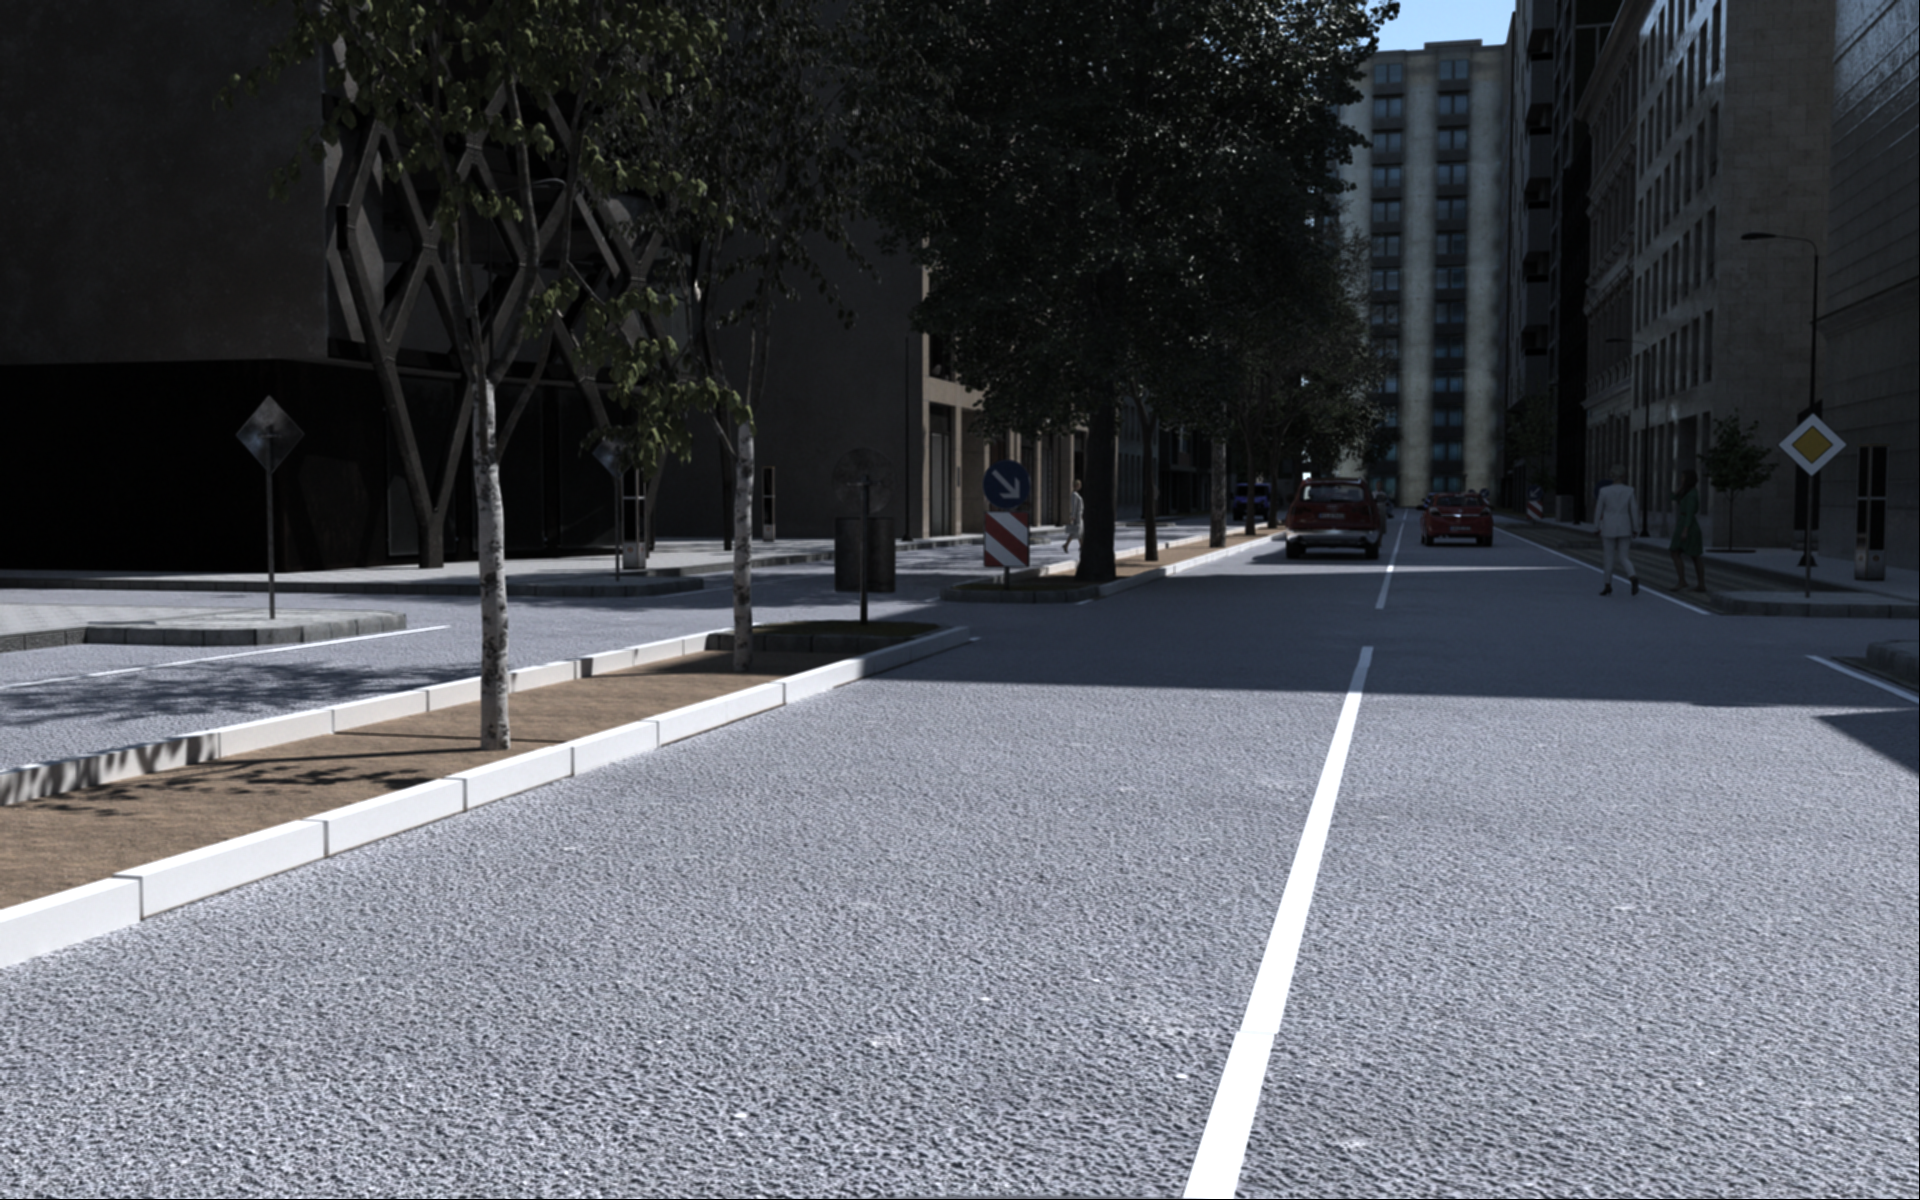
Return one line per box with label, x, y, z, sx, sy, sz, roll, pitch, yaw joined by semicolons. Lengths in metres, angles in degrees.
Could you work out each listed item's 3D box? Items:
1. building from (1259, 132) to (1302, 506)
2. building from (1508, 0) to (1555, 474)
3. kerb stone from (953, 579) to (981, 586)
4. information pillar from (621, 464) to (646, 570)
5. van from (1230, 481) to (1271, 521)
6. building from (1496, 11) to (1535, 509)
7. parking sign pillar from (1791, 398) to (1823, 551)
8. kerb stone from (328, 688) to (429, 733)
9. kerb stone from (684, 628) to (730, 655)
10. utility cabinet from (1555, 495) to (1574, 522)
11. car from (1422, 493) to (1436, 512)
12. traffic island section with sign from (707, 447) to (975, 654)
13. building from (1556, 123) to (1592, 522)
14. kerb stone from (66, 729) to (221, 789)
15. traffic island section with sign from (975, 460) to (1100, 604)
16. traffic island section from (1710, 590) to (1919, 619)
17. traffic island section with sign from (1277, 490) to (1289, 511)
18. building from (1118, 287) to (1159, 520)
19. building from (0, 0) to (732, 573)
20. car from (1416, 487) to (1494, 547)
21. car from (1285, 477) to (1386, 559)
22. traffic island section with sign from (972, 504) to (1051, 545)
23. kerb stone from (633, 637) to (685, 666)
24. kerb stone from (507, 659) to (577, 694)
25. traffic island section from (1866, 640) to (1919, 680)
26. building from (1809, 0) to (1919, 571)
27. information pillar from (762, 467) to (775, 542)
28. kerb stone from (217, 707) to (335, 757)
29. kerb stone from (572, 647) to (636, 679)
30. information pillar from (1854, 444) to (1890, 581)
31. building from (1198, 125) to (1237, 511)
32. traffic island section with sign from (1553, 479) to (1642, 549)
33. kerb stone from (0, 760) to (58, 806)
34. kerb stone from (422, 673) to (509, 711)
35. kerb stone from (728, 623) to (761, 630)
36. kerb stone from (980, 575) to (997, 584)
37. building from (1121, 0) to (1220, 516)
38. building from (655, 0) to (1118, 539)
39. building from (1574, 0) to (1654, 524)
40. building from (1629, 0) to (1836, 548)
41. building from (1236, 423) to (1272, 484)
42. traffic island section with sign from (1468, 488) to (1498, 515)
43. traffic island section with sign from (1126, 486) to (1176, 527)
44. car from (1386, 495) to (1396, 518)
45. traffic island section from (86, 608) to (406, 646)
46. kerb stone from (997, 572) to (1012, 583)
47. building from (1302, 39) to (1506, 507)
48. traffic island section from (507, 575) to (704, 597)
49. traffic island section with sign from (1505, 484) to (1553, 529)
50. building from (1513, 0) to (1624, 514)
building;29.725;-30.825;187.586;14.086;41.232;14.154;1;4;15
building;57.805;-33.389;135.147;28.713;52.752;27.495;1;4;15
kerb stone;0.083;-0.180;25.233;0.120;0.150;1.000;1;4;15
information pillar;-5.551;-1.527;29.455;0.304;2.012;0.304;1;4;16
van;16.018;-5.516;94.565;2.240;2.365;5.245;1;4;14
building;56.672;-31.031;157.473;14.600;45.320;14.200;1;4;15
parking sign pillar;19.728;-3.110;39.320;1.447;3.967;1.447;3;4;38
kerb stone;-3.673;0.699;10.855;0.120;0.150;1.000;1;4;15
kerb stone;-2.371;0.391;15.803;0.120;0.150;1.000;1;4;15
utility cabinet;27.684;-4.165;79.267;1.020;1.237;0.306;-3;4;-37
car;31.764;-6.472;115.414;1.945;1.707;3.694;1;4;14
traffic island section with sign;-1.098;-0.509;16.459;2.006;1.907;1.989;1;4;15
building;36.097;-15.528;83.564;12.332;23.373;15.834;1;4;15
kerb stone;-4.179;0.816;8.861;0.120;0.150;1.000;1;4;15
traffic island section with sign;0.779;-0.947;23.625;2.006;1.907;1.989;1;4;15
traffic island section;10.512;0.051;21.447;2.009;0.180;2.903;1;4;15
traffic island section with sign;27.840;-8.672;150.411;1.989;1.847;2.006;1;4;15
building;4.183;-14.483;91.547;10.420;20.320;16.860;1;4;15
building;-13.819;-10.360;36.832;16.820;18.784;16.811;1;4;15
car;13.979;-2.434;48.831;2.155;1.783;4.494;1;4;13
car;8.617;-1.907;39.846;2.281;1.827;5.304;1;4;14
traffic island section with sign;1.530;-2.497;49.451;1.989;1.847;2.006;1;4;15
kerb stone;-2.630;0.452;14.812;0.120;0.150;1.000;1;4;15
kerb stone;-3.148;0.575;12.831;0.120;0.150;1.000;1;4;15
traffic island section;8.499;0.524;13.719;2.009;0.180;2.903;1;4;15
building;36.572;-15.024;22.051;44.131;29.872;17.030;1;4;15
information pillar;-5.168;-2.586;46.773;0.304;2.012;0.304;0;3;0
kerb stone;-3.926;0.759;9.851;0.120;0.150;1.000;1;4;15
kerb stone;-2.883;0.512;13.821;0.120;0.150;1.000;1;4;15
information pillar;13.500;-1.294;25.648;0.304;2.012;0.304;0;4;-5
building;13.979;-22.223;135.044;14.160;30.474;14.107;1;4;15
traffic island section with sign;16.848;-2.266;45.672;1.989;1.847;2.006;1;4;15
kerb stone;-4.439;0.876;7.870;0.120;0.150;1.000;1;4;15
kerb stone;-3.409;0.633;11.843;0.120;0.150;1.000;1;4;15
kerb stone;-2.116;0.333;16.793;0.120;0.150;1.000;1;4;15
kerb stone;0.341;-0.245;26.223;0.120;0.150;1.000;1;4;15
building;5.321;-28.139;114.695;22.147;44.769;28.867;1;4;15
building;-6.075;-16.086;67.522;19.350;26.468;34.151;1;4;15
building;30.313;-14.057;65.981;11.583;22.565;21.152;1;4;15
building;25.200;-11.806;47.776;10.420;20.320;16.860;1;4;15
building;13.878;-19.501;163.880;28.899;21.520;27.650;1;4;15
traffic island section with sign;36.269;-6.827;120.242;1.989;1.847;2.006;1;4;15
traffic island section with sign;8.383;-4.105;75.744;1.989;1.847;2.006;1;4;15
car;25.018;-5.605;103.637;2.014;1.417;4.499;1;4;16
traffic island section;-7.073;0.276;17.766;2.009;0.180;2.903;1;4;15
kerb stone;0.600;-0.307;27.216;0.120;0.150;1.000;1;4;15
building;52.364;-34.637;185.920;30.456;49.044;23.786;1;4;15
traffic island section;-5.060;-0.197;25.494;2.009;0.180;2.903;1;4;15
traffic island section with sign;23.644;-3.861;71.760;1.989;1.847;2.006;1;4;15
building;47.677;-41.198;111.837;20.563;71.187;20.611;1;4;15
